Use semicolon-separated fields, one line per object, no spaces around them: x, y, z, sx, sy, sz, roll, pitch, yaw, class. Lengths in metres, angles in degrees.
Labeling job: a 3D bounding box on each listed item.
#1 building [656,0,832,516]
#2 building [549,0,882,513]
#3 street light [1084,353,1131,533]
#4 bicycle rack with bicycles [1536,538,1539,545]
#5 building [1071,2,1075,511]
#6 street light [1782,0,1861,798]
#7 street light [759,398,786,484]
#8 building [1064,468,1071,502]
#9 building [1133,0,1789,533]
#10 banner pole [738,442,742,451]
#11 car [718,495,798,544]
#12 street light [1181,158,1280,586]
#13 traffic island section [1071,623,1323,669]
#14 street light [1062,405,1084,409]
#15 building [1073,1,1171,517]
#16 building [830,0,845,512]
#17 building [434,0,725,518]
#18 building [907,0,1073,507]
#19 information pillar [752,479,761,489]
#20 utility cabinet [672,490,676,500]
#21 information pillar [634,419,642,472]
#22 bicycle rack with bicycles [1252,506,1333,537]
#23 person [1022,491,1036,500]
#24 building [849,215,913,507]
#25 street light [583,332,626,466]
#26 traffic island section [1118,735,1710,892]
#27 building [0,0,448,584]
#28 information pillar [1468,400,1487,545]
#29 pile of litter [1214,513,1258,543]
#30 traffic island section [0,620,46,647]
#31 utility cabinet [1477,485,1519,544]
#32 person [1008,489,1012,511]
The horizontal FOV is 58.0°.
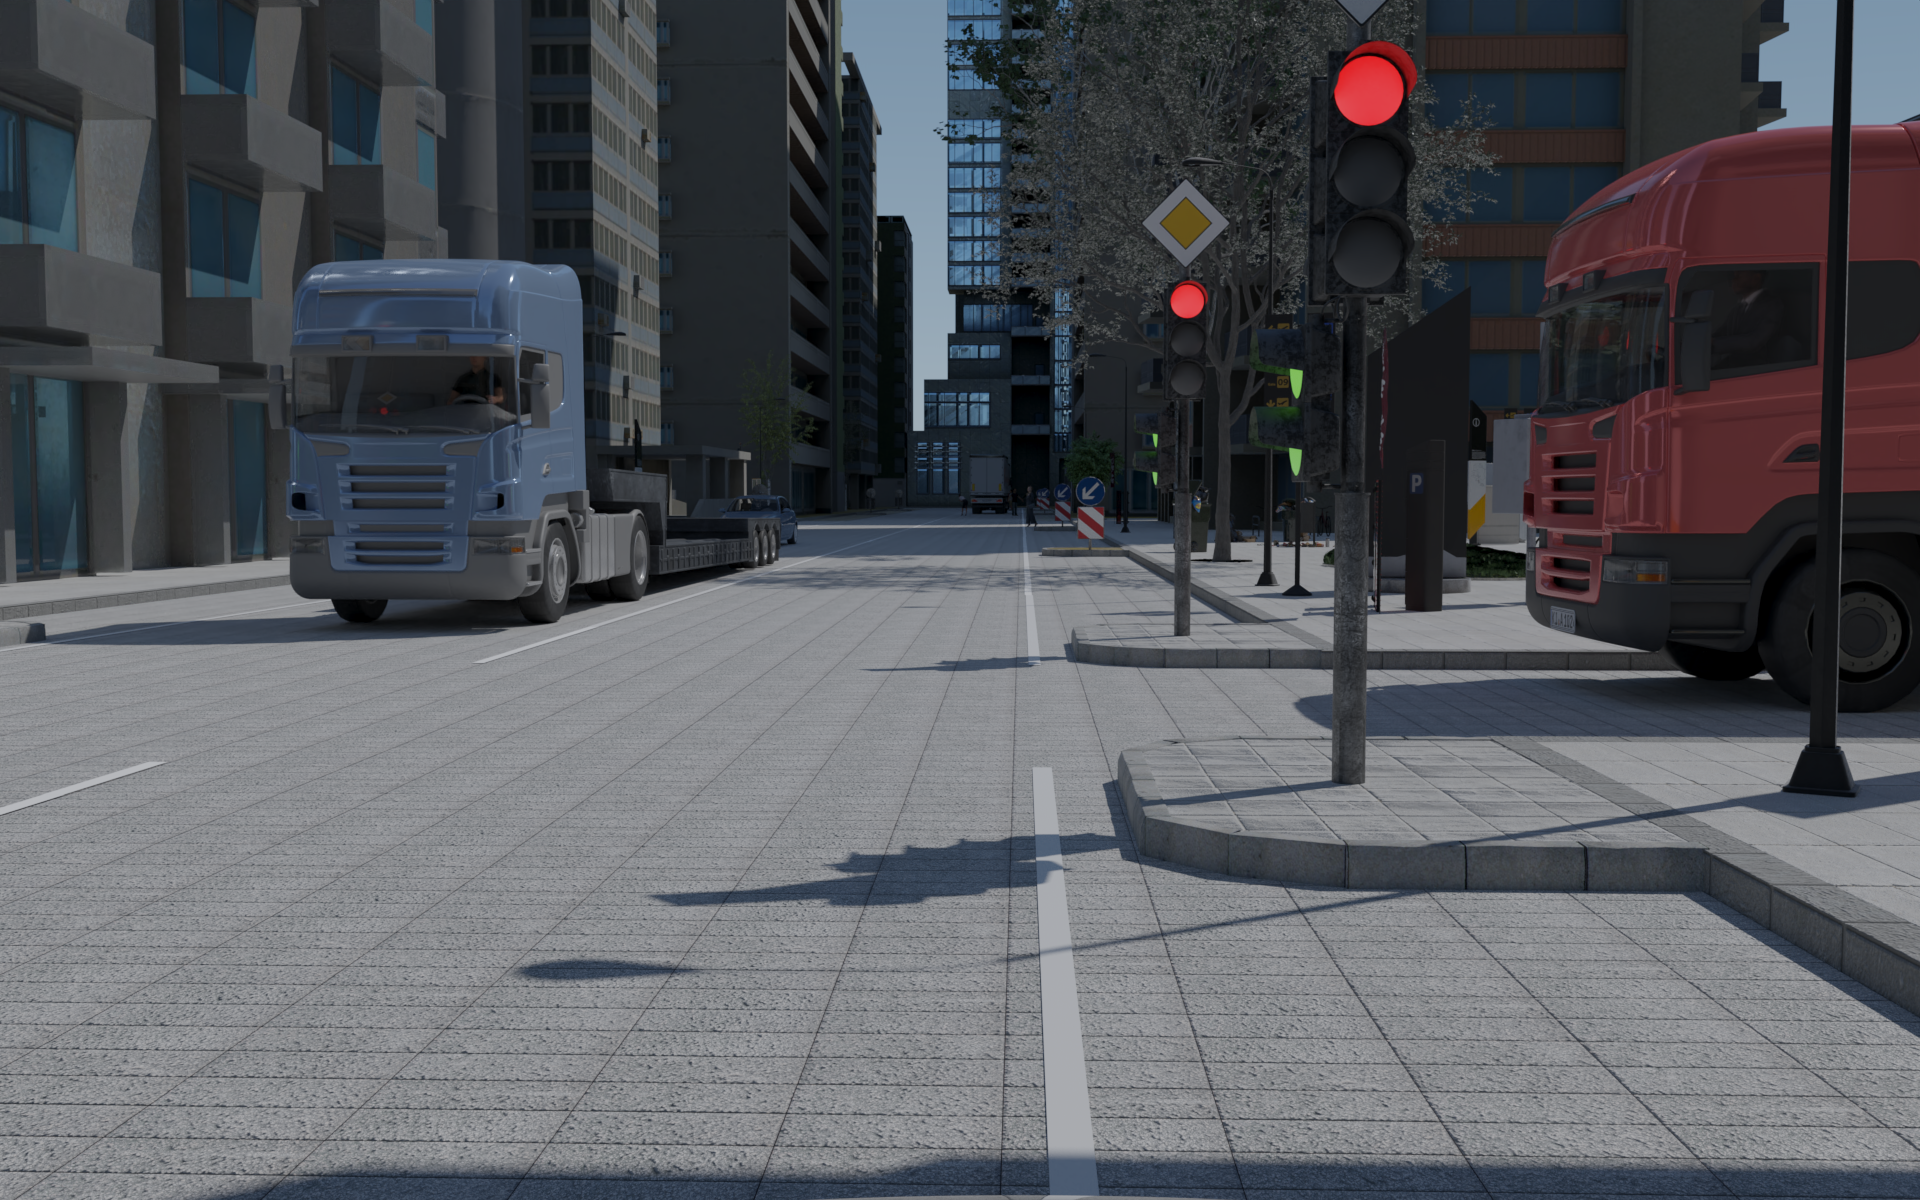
-19.386;-29.253;101.981;21.300;48.544;21.600;0;4;2;building
-19.332;-28.142;152.002;23.993;40.220;32.217;0;4;2;building
4.950;-5.187;57.349;1.470;5.913;1.316;0;4;2;street light
11.497;-0.952;28.955;2.852;0.926;2.925;-2;4;-31;bicycle rack with bicycles
19.000;-36.009;130.749;21.231;58.520;28.212;0;4;2;building
3.188;-2.128;7.342;1.470;5.913;1.316;0;4;2;street light
-9.115;-6.804;83.780;1.470;5.913;1.316;0;4;2;street light
19.950;-43.820;154.710;20.563;71.187;20.611;0;4;2;building
18.642;-25.335;68.854;22.147;44.769;28.867;0;4;2;building
-10.590;-5.701;83.224;0.401;3.779;0.863;0;4;5;banner pole
-5.638;-2.221;48.320;2.014;1.417;4.499;0;4;4;car
3.758;-3.151;24.067;1.470;5.913;1.316;0;4;2;street light
2.034;0.403;15.697;2.009;0.180;2.903;0;4;2;traffic island section
6.045;-7.223;90.635;1.470;5.913;1.316;0;4;2;street light
17.991;-29.498;105.993;21.300;48.544;21.600;0;4;2;building
-15.786;-26.714;120.371;14.154;41.232;14.086;0;4;2;building
-25.031;-22.902;66.329;32.217;40.220;23.993;0;4;2;building
10.541;-53.293;184.019;31.000;86.520;22.319;0;4;2;building
-9.713;-4.783;82.692;0.304;2.012;0.304;2;4;35;information pillar
-13.893;-4.594;83.791;0.318;1.500;1.173;0;4;-6;utility cabinet
-10.079;-3.848;54.276;0.183;3.616;0.504;0;4;7;information pillar
10.102;-2.435;53.201;2.852;0.926;2.925;0;4;5;bicycle rack with bicycles
5.943;-8.614;149.426;1.348;1.812;0.705;2;4;26;person
-12.170;-25.075;181.671;14.107;30.474;14.160;0;4;2;building
-10.241;-4.719;49.695;1.470;5.913;1.316;0;4;2;street light
1.752;0.891;7.717;2.009;0.180;2.903;0;4;2;traffic island section
-23.360;-25.151;30.820;23.786;49.044;30.456;0;4;2;building
12.867;-3.166;43.113;0.504;3.616;0.183;-1;4;-23;information pillar
7.409;-1.990;46.500;1.176;0.858;1.719;1;4;11;pile of litter
-9.999;0.376;16.126;2.009;0.180;2.903;0;4;2;traffic island section
13.579;-2.155;43.908;1.173;1.500;0.318;-1;4;-16;utility cabinet
4.326;-8.526;147.899;0.705;1.824;1.348;-1;4;-16;person
